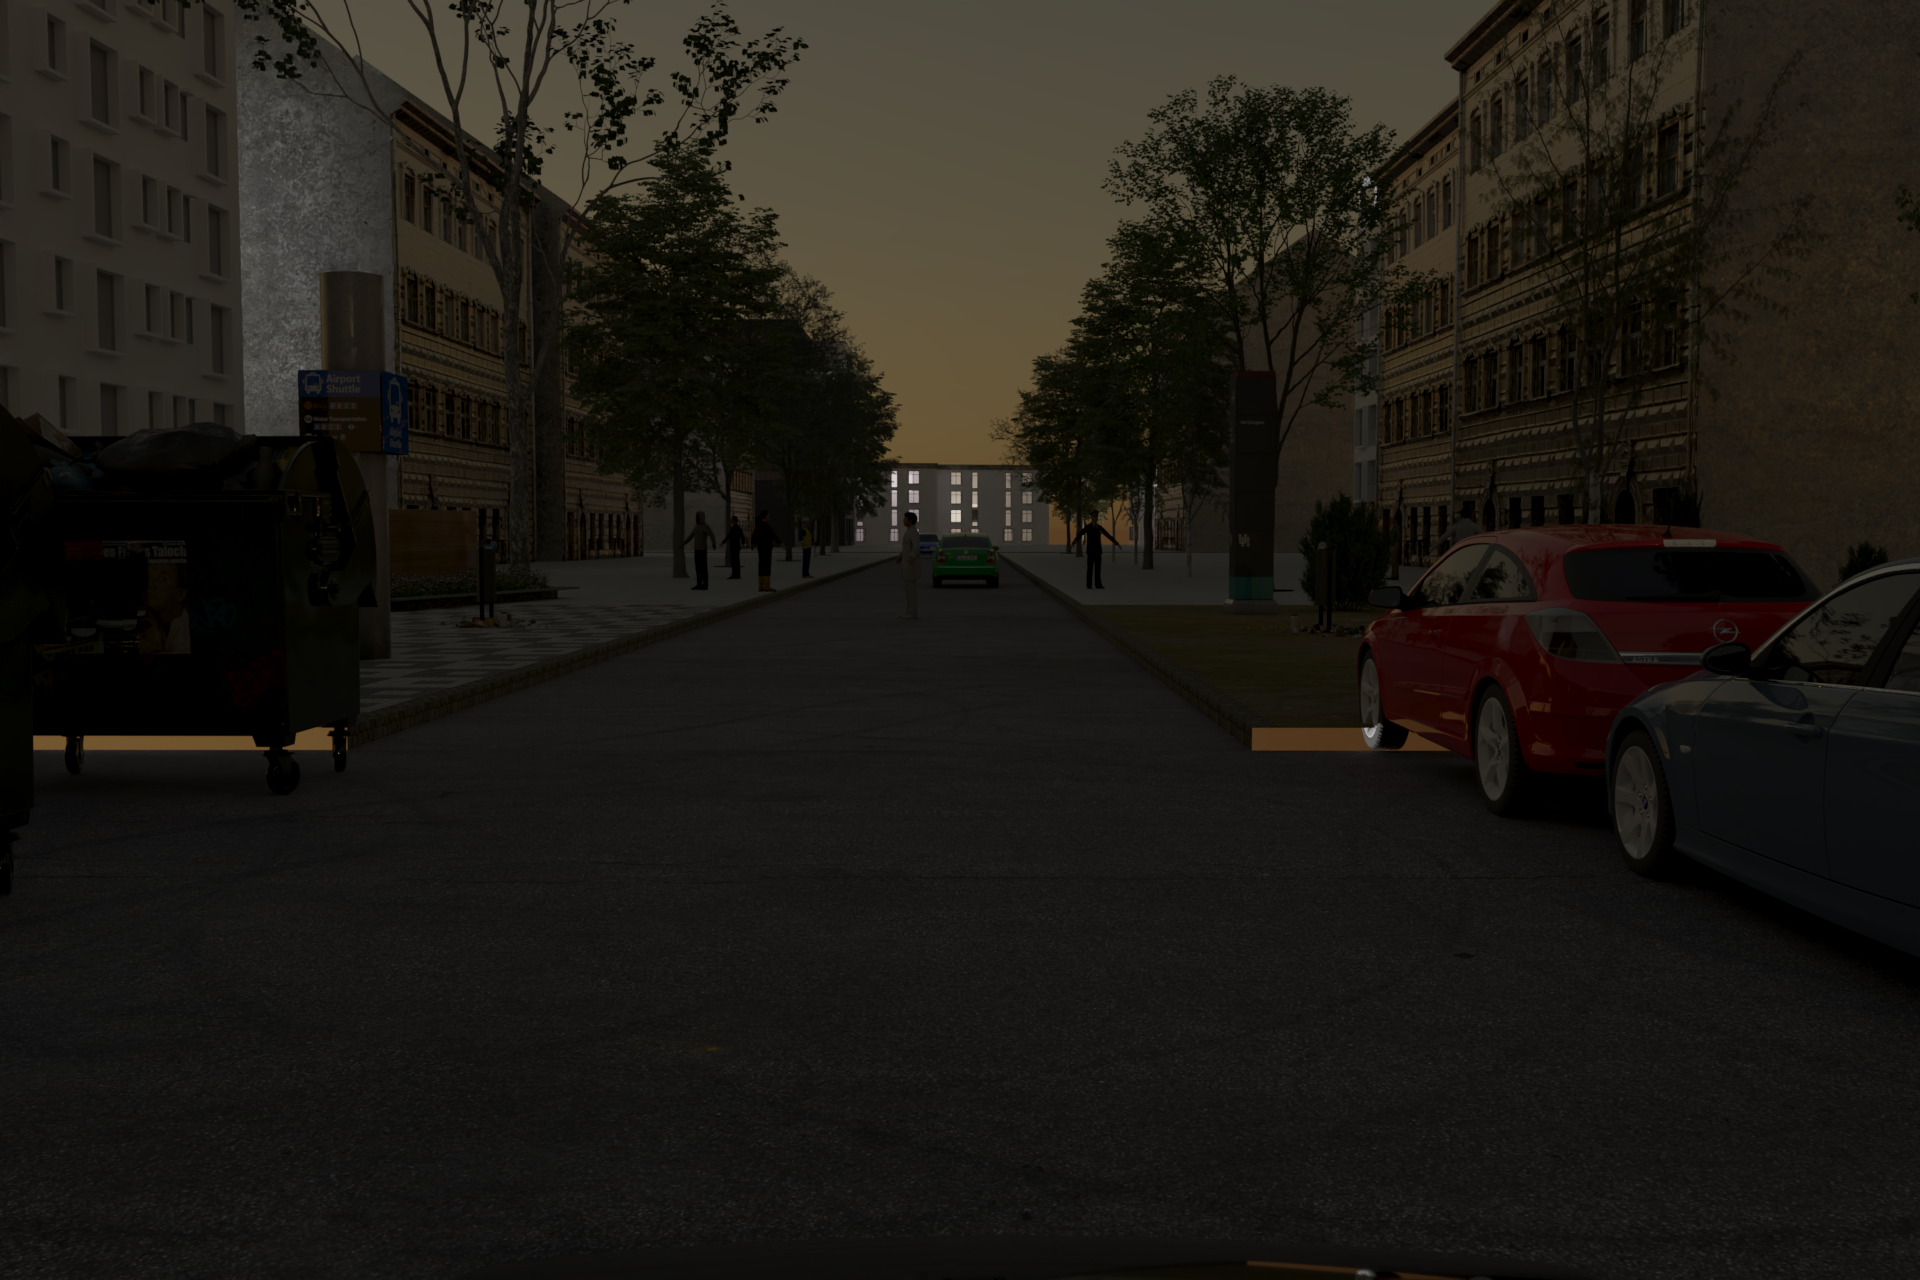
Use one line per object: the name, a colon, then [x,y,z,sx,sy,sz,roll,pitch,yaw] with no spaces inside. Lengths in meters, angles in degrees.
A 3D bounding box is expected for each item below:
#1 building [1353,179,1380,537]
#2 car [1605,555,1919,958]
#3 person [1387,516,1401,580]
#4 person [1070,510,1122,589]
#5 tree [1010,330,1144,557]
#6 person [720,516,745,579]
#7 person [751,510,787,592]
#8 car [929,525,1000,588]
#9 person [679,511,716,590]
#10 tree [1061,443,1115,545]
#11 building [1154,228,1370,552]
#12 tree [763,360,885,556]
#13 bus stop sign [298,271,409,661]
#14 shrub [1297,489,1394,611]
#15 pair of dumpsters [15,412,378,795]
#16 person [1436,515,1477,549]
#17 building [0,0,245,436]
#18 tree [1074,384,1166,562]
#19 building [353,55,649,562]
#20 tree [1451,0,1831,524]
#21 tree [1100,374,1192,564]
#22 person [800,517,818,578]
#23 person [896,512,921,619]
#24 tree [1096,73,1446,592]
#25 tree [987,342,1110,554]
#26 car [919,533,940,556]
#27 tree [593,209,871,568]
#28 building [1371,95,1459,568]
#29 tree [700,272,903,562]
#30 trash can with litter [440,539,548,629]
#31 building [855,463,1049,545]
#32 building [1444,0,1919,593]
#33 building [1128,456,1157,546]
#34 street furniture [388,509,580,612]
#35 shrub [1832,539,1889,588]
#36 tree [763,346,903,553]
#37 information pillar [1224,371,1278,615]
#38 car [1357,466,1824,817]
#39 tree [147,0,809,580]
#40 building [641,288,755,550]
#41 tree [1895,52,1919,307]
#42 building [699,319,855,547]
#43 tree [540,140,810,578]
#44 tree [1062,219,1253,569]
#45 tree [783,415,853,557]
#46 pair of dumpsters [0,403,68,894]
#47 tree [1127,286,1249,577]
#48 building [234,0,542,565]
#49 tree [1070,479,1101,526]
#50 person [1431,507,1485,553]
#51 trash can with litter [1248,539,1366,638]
building: [26.127,-14.342,90.909,16.016,20.090,11.380,0,4,0]
car: [3.671,0.383,5.748,2.014,1.417,4.499,0,4,1]
person: [12.109,-2.574,48.352,0.705,1.796,1.348,0,4,0]
person: [3.162,-2.121,40.615,1.347,1.837,0.705,-1,4,-22]
tree: [6.686,-10.870,95.856,7.486,12.596,7.792,0,3,0]
person: [-6.446,-2.643,49.445,0.704,1.802,1.346,1,4,21]
person: [-4.321,-1.985,38.599,0.704,1.812,1.346,-3,5,-40]
car: [0.132,-2.363,47.427,1.959,1.807,4.718,0,4,-1]
person: [-5.965,-2.054,39.714,0.705,1.813,1.348,-3,5,-45]
tree: [15.418,-17.809,209.299,7.486,12.596,7.792,0,3,0]
building: [25.441,-18.527,133.840,19.493,23.208,18.063,0,3,0]
tree: [-8.197,-10.849,103.134,9.928,11.665,9.643,0,3,0]
bus stop sign: [-6.186,-1.756,17.730,0.837,3.901,0.837,0,3,0]
shrub: [6.422,-1.499,28.920,1.690,2.028,1.600,0,3,0]
pair of dumpsters: [-5.753,-0.301,9.877,4.436,2.255,1.574,0,4,1]
person: [12.571,-2.273,43.294,1.347,1.817,0.704,2,4,27]
building: [-26.476,-11.143,38.602,16.016,20.090,11.380,0,4,0]
tree: [6.907,-7.921,79.872,4.360,8.622,3.978,0,3,0]
building: [-27.460,-15.788,89.057,19.493,23.208,18.063,0,4,1]
tree: [7.512,-4.322,21.021,4.360,8.622,3.978,0,3,0]
tree: [7.376,-7.508,73.116,4.360,8.622,3.978,0,3,0]
person: [-4.406,-2.696,50.549,0.721,1.772,1.216,1,4,14]
person: [-0.869,-1.271,29.419,0.705,1.806,1.347,-1,4,-11]
tree: [6.887,-6.901,38.591,9.928,11.665,9.643,0,3,0]
tree: [6.932,-12.328,111.934,12.009,13.543,11.850,0,3,0]
car: [-1.966,-5.726,103.203,1.945,1.707,3.694,0,3,0]
tree: [-9.004,-9.545,66.430,12.009,13.543,11.850,0,3,0]
building: [26.913,-14.261,64.096,19.493,23.208,18.063,0,4,0]
tree: [-7.907,-10.434,80.965,12.009,13.543,11.850,0,3,0]
trash can with litter: [-6.493,-0.822,24.504,1.678,1.210,2.233,0,4,-1]
building: [-3.236,-15.960,205.546,28.070,9.664,9.099,0,4,-7]
building: [25.042,-13.150,45.927,19.493,23.208,18.063,0,4,0]
building: [23.242,-14.612,181.058,9.099,9.664,28.070,0,4,1]
street furniture: [-10.622,-1.558,32.331,9.812,1.723,11.010,1,4,14]
shrub: [13.672,-0.918,26.121,1.383,1.207,1.383,0,3,0]
tree: [-8.594,-12.863,116.969,9.857,13.997,8.962,0,3,0]
information pillar: [4.690,-2.352,27.826,0.750,3.857,0.750,0,4,0]
car: [3.603,-0.074,10.251,2.155,1.783,4.494,0,4,0]
tree: [-9.420,-10.876,33.713,12.611,20.169,13.585,0,3,0]
building: [-28.002,-19.414,148.350,19.493,23.208,18.063,0,4,0]
tree: [14.848,-4.473,23.504,4.737,8.622,4.395,0,3,0]
building: [-26.093,-20.620,181.111,27.936,21.610,32.646,0,4,1]
tree: [-8.157,-8.065,49.988,7.486,12.596,7.792,0,3,0]
tree: [7.153,-8.863,63.030,7.486,12.596,7.792,0,3,0]
tree: [-7.948,-8.853,95.108,4.737,8.622,4.395,0,3,0]
pair of dumpsters: [-5.809,-0.082,6.291,4.436,2.255,1.574,0,4,0]
tree: [6.821,-6.188,51.530,4.360,8.622,3.978,0,3,0]
building: [-28.704,-14.578,69.277,19.493,23.208,18.063,0,4,1]
tree: [14.749,-15.385,201.902,4.737,8.622,4.395,0,3,0]
person: [9.988,-1.715,34.226,1.347,1.806,0.705,1,4,21]
trash can with litter: [4.686,-0.688,22.309,1.678,1.210,2.233,0,4,0]
